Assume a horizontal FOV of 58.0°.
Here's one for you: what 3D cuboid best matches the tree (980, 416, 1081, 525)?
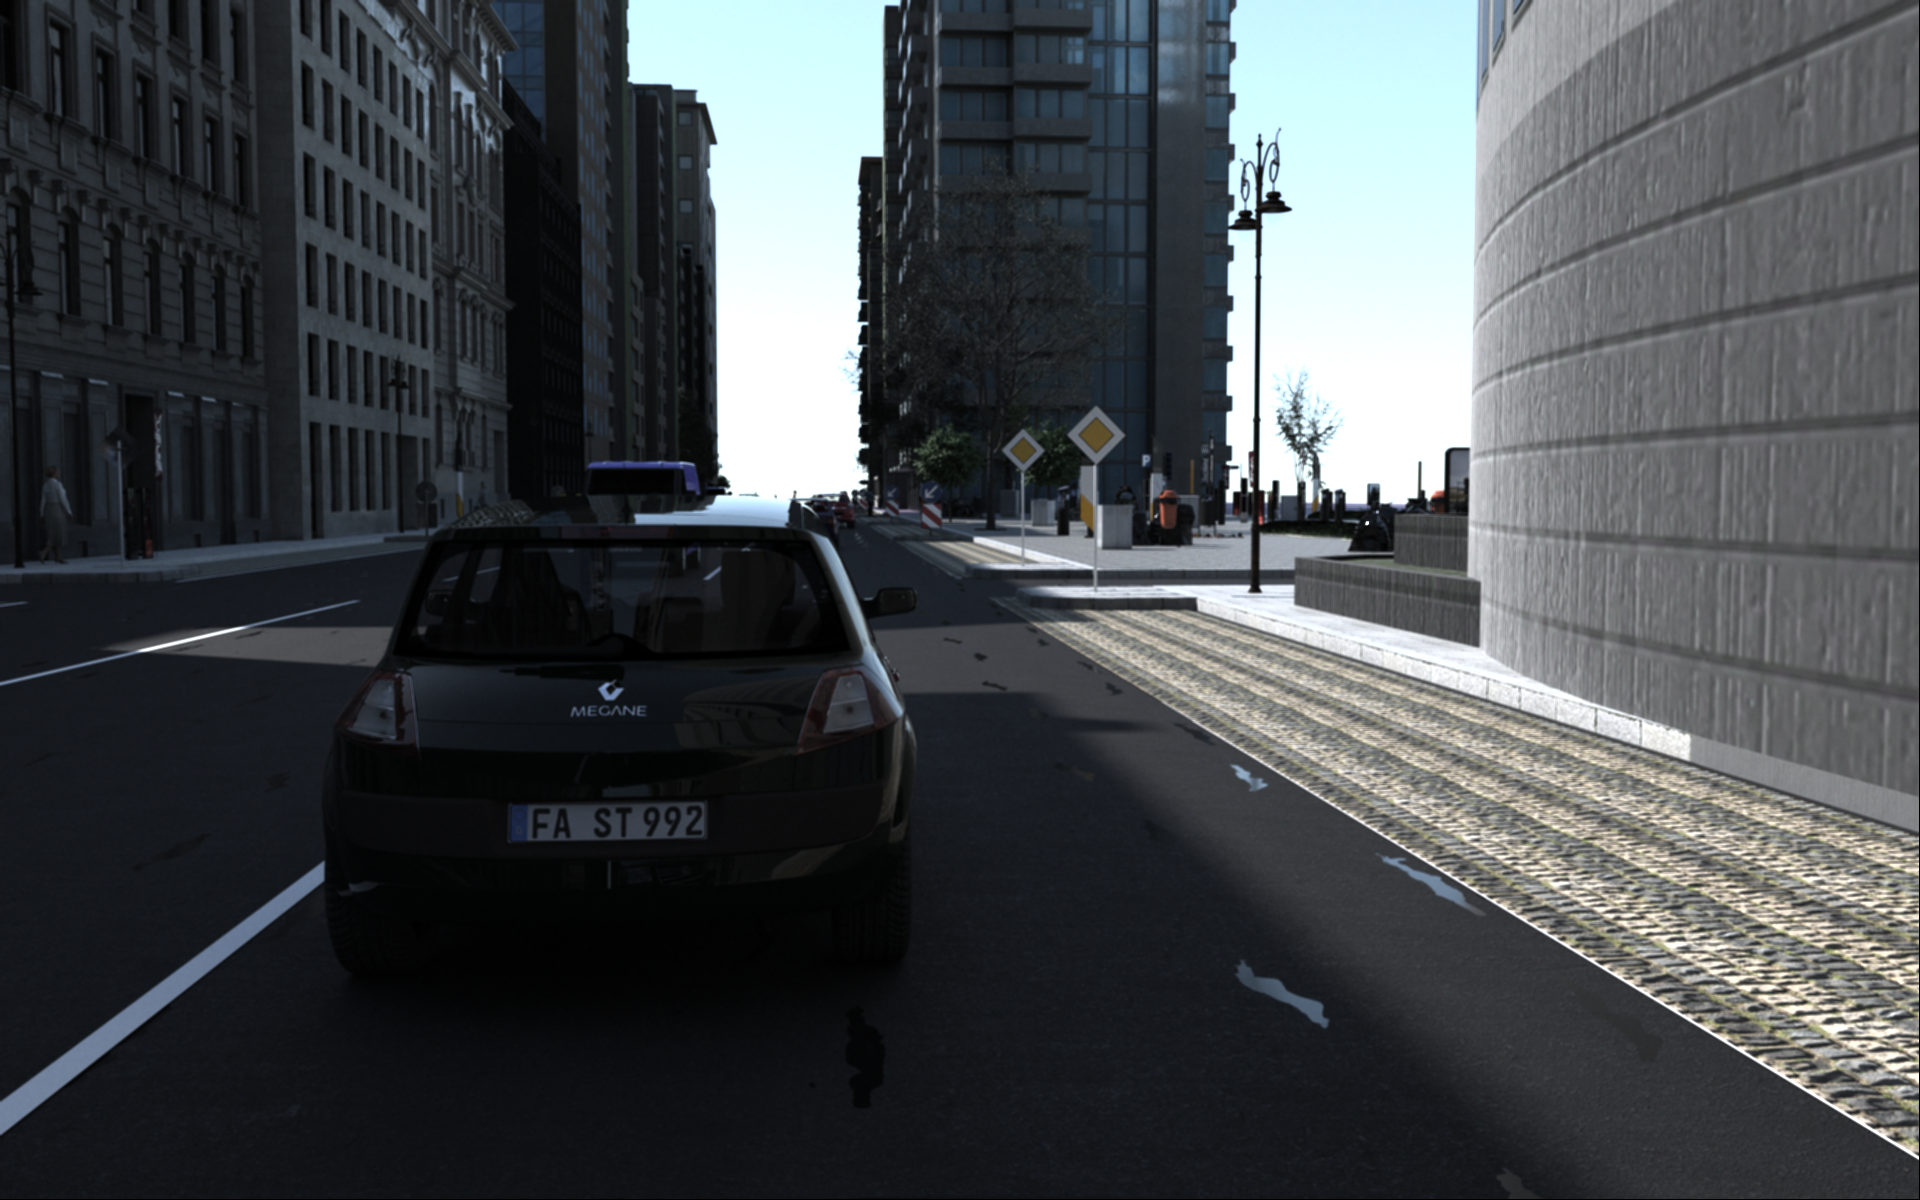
[{"bbox_3d":[3.794,-5.455,72.910,4.285,4.588,4.351,0,3,0],"label":"tree"}]

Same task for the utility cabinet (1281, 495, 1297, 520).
[{"bbox_3d":[16.676,-4.647,87.148,1.020,1.237,0.306,0,4,-4],"label":"utility cabinet"}]

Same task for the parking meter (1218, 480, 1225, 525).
[{"bbox_3d":[10.890,-4.059,72.074,0.255,1.863,0.399,1,4,15],"label":"parking meter"}]

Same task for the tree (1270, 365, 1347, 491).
[{"bbox_3d":[19.279,-9.009,97.665,4.360,8.622,3.978,0,3,0],"label":"tree"}]

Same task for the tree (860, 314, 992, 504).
[{"bbox_3d":[-1.981,-9.478,89.385,7.601,10.594,8.767,-3,5,-44],"label":"tree"}]

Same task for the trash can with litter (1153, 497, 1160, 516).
[{"bbox_3d":[5.840,-2.592,53.438,2.233,1.210,1.678,1,4,14],"label":"trash can with litter"}]

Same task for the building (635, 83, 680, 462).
[{"bbox_3d":[-34.875,-29.586,167.333,14.154,41.232,14.086,0,4,-5],"label":"building"}]

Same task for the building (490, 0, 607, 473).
[{"bbox_3d":[-30.298,-28.121,109.885,14.600,45.320,14.200,0,4,-5],"label":"building"}]

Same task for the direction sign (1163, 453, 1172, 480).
[{"bbox_3d":[11.293,-6.342,95.690,0.876,3.537,0.379,3,4,36],"label":"direction sign"}]

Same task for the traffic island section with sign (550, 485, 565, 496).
[{"bbox_3d":[-18.369,-4.308,79.062,1.989,1.847,2.006,0,4,-5],"label":"traffic island section with sign"}]

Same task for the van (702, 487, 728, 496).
[{"bbox_3d":[-21.879,-9.242,155.491,2.240,2.365,5.245,0,4,-5],"label":"van"}]

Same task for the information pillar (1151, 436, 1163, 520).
[{"bbox_3d":[7.888,-4.779,69.490,0.504,3.616,0.183,-1,4,-23],"label":"information pillar"}]

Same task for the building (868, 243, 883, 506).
[{"bbox_3d":[-3.679,-26.237,200.681,14.160,30.474,14.107,0,4,-5],"label":"building"}]

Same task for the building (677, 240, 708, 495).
[{"bbox_3d":[-38.103,-26.762,209.257,14.160,30.474,14.107,0,4,-5],"label":"building"}]

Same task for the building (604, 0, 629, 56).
[{"bbox_3d":[-31.409,-26.952,124.268,14.154,41.232,14.086,0,4,-5],"label":"building"}]

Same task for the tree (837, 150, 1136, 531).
[{"bbox_3d":[1.172,-9.231,61.292,12.009,13.543,11.850,0,3,0],"label":"tree"}]

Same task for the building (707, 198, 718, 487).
[{"bbox_3d":[-42.501,-36.732,250.677,14.600,45.320,14.200,0,4,-5],"label":"building"}]

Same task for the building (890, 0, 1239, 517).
[{"bbox_3d":[7.014,-31.059,127.415,23.786,49.044,30.456,0,4,-5],"label":"building"}]

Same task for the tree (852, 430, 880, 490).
[{"bbox_3d":[-9.439,-14.626,189.504,4.360,8.622,3.978,0,3,0],"label":"tree"}]

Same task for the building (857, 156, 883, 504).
[{"bbox_3d":[-1.966,-34.696,221.907,22.147,44.769,28.867,0,4,-5],"label":"building"}]

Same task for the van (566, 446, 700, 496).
[{"bbox_3d":[-5.845,-1.678,31.812,2.240,2.365,5.245,0,4,-4],"label":"van"}]

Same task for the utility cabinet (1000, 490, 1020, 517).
[{"bbox_3d":[2.715,-5.244,94.416,0.318,1.500,1.173,-3,5,-44],"label":"utility cabinet"}]

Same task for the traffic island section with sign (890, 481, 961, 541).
[{"bbox_3d":[-1.039,-2.722,53.140,1.989,1.847,2.006,0,4,-5],"label":"traffic island section with sign"}]

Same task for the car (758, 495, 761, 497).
[{"bbox_3d":[-27.538,-13.504,233.365,1.945,1.354,3.894,0,4,-5],"label":"car"}]

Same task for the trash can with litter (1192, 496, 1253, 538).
[{"bbox_3d":[7.617,-2.447,51.069,2.233,1.210,1.678,2,4,29],"label":"trash can with litter"}]

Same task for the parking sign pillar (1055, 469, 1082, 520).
[{"bbox_3d":[5.411,-6.010,86.737,1.447,3.967,1.447,-1,4,-22],"label":"parking sign pillar"}]

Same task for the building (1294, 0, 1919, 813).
[{"bbox_3d":[14.375,-28.508,8.102,21.231,58.520,28.212,0,4,-5],"label":"building"}]

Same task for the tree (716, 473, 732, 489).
[{"bbox_3d":[-36.289,-17.015,261.915,4.285,4.588,4.351,0,3,0],"label":"tree"}]

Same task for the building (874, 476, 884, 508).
[{"bbox_3d":[7.793,-29.262,170.322,32.217,40.220,23.993,0,4,-5],"label":"building"}]

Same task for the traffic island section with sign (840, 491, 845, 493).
[{"bbox_3d":[-9.613,-9.050,156.599,1.989,1.847,2.006,0,4,-5],"label":"traffic island section with sign"}]

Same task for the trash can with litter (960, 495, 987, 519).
[{"bbox_3d":[0.657,-4.871,90.706,2.233,1.210,1.678,2,4,31],"label":"trash can with litter"}]

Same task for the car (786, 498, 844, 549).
[{"bbox_3d":[-4.051,-2.037,45.882,1.945,1.354,3.894,0,4,-4],"label":"car"}]

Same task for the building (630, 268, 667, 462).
[{"bbox_3d":[-39.959,-18.388,145.689,27.650,21.520,28.899,0,4,-5],"label":"building"}]

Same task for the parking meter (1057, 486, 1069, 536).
[{"bbox_3d":[3.205,-2.769,53.679,0.372,1.533,0.369,0,3,0],"label":"parking meter"}]

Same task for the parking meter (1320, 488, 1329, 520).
[{"bbox_3d":[15.444,-3.972,73.347,0.372,1.533,0.369,0,3,0],"label":"parking meter"}]

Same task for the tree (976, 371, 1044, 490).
[{"bbox_3d":[2.969,-9.094,99.055,4.737,8.622,4.395,0,3,0],"label":"tree"}]

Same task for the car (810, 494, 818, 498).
[{"bbox_3d":[-20.256,-14.420,245.550,2.009,1.686,4.222,0,4,-5],"label":"car"}]

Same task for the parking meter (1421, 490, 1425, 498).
[{"bbox_3d":[28.661,-6.058,107.459,0.372,1.533,0.369,0,3,0],"label":"parking meter"}]

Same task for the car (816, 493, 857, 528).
[{"bbox_3d":[-5.460,-3.981,74.129,2.155,1.783,4.494,0,4,-6],"label":"car"}]

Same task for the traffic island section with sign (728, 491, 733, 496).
[{"bbox_3d":[-31.550,-14.042,238.220,1.989,1.847,2.006,0,4,-5],"label":"traffic island section with sign"}]

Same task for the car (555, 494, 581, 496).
[{"bbox_3d":[-12.807,-2.869,57.137,2.015,1.641,3.980,0,4,-3],"label":"car"}]

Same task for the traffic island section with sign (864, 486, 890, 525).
[{"bbox_3d":[-3.295,-4.383,80.296,1.989,1.847,2.006,0,4,-5],"label":"traffic island section with sign"}]

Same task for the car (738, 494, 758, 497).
[{"bbox_3d":[-14.643,-6.766,119.412,1.959,1.807,4.718,0,4,-4],"label":"car"}]

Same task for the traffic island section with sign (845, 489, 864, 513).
[{"bbox_3d":[-7.383,-7.407,129.736,1.989,1.847,2.006,0,4,-5],"label":"traffic island section with sign"}]

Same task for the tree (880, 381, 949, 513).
[{"bbox_3d":[-2.735,-9.789,110.406,4.360,8.622,3.978,0,3,0],"label":"tree"}]

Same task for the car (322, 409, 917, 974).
[{"bbox_3d":[-1.129,0.194,6.623,2.009,1.686,4.222,0,4,-5],"label":"car"}]

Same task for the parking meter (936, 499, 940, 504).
[{"bbox_3d":[-1.298,-5.892,102.043,0.255,1.863,0.399,0,4,6],"label":"parking meter"}]

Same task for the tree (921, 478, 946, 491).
[{"bbox_3d":[-1.723,-6.359,98.569,1.663,3.219,1.824,0,3,0],"label":"tree"}]

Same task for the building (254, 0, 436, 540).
[{"bbox_3d":[-23.962,-12.251,55.060,10.420,20.320,16.860,0,4,-5],"label":"building"}]

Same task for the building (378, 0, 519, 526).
[{"bbox_3d":[-27.873,-17.574,74.724,14.401,28.519,23.554,0,4,-5],"label":"building"}]

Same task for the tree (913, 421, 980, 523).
[{"bbox_3d":[-0.382,-5.730,77.404,4.285,4.588,4.351,0,3,0],"label":"tree"}]

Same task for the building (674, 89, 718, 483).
[{"bbox_3d":[-46.991,-39.141,229.200,28.713,52.752,27.495,0,4,-5],"label":"building"}]

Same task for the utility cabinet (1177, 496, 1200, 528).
[{"bbox_3d":[8.423,-3.275,64.715,1.020,1.237,0.306,-1,4,-10],"label":"utility cabinet"}]

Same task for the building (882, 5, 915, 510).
[{"bbox_3d":[0.291,-28.511,149.751,14.154,41.232,14.086,0,4,-5],"label":"building"}]

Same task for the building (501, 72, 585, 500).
[{"bbox_3d":[-28.111,-16.259,95.517,12.332,23.373,15.834,0,4,-5],"label":"building"}]

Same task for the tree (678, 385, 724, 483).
[{"bbox_3d":[-29.463,-16.133,180.780,9.611,12.733,9.660,0,3,0],"label":"tree"}]

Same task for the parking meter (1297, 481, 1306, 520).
[{"bbox_3d":[15.654,-4.507,79.399,0.255,1.863,0.399,3,4,38],"label":"parking meter"}]

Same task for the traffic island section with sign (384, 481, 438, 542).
[{"bbox_3d":[-16.132,-2.665,52.199,1.989,1.847,2.006,0,4,-5],"label":"traffic island section with sign"}]

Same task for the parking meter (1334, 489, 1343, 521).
[{"bbox_3d":[17.430,-4.362,79.730,0.372,1.533,0.369,0,3,0],"label":"parking meter"}]

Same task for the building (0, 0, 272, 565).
[{"bbox_3d":[-22.522,-11.484,36.919,9.793,20.994,18.267,0,4,-5],"label":"building"}]
